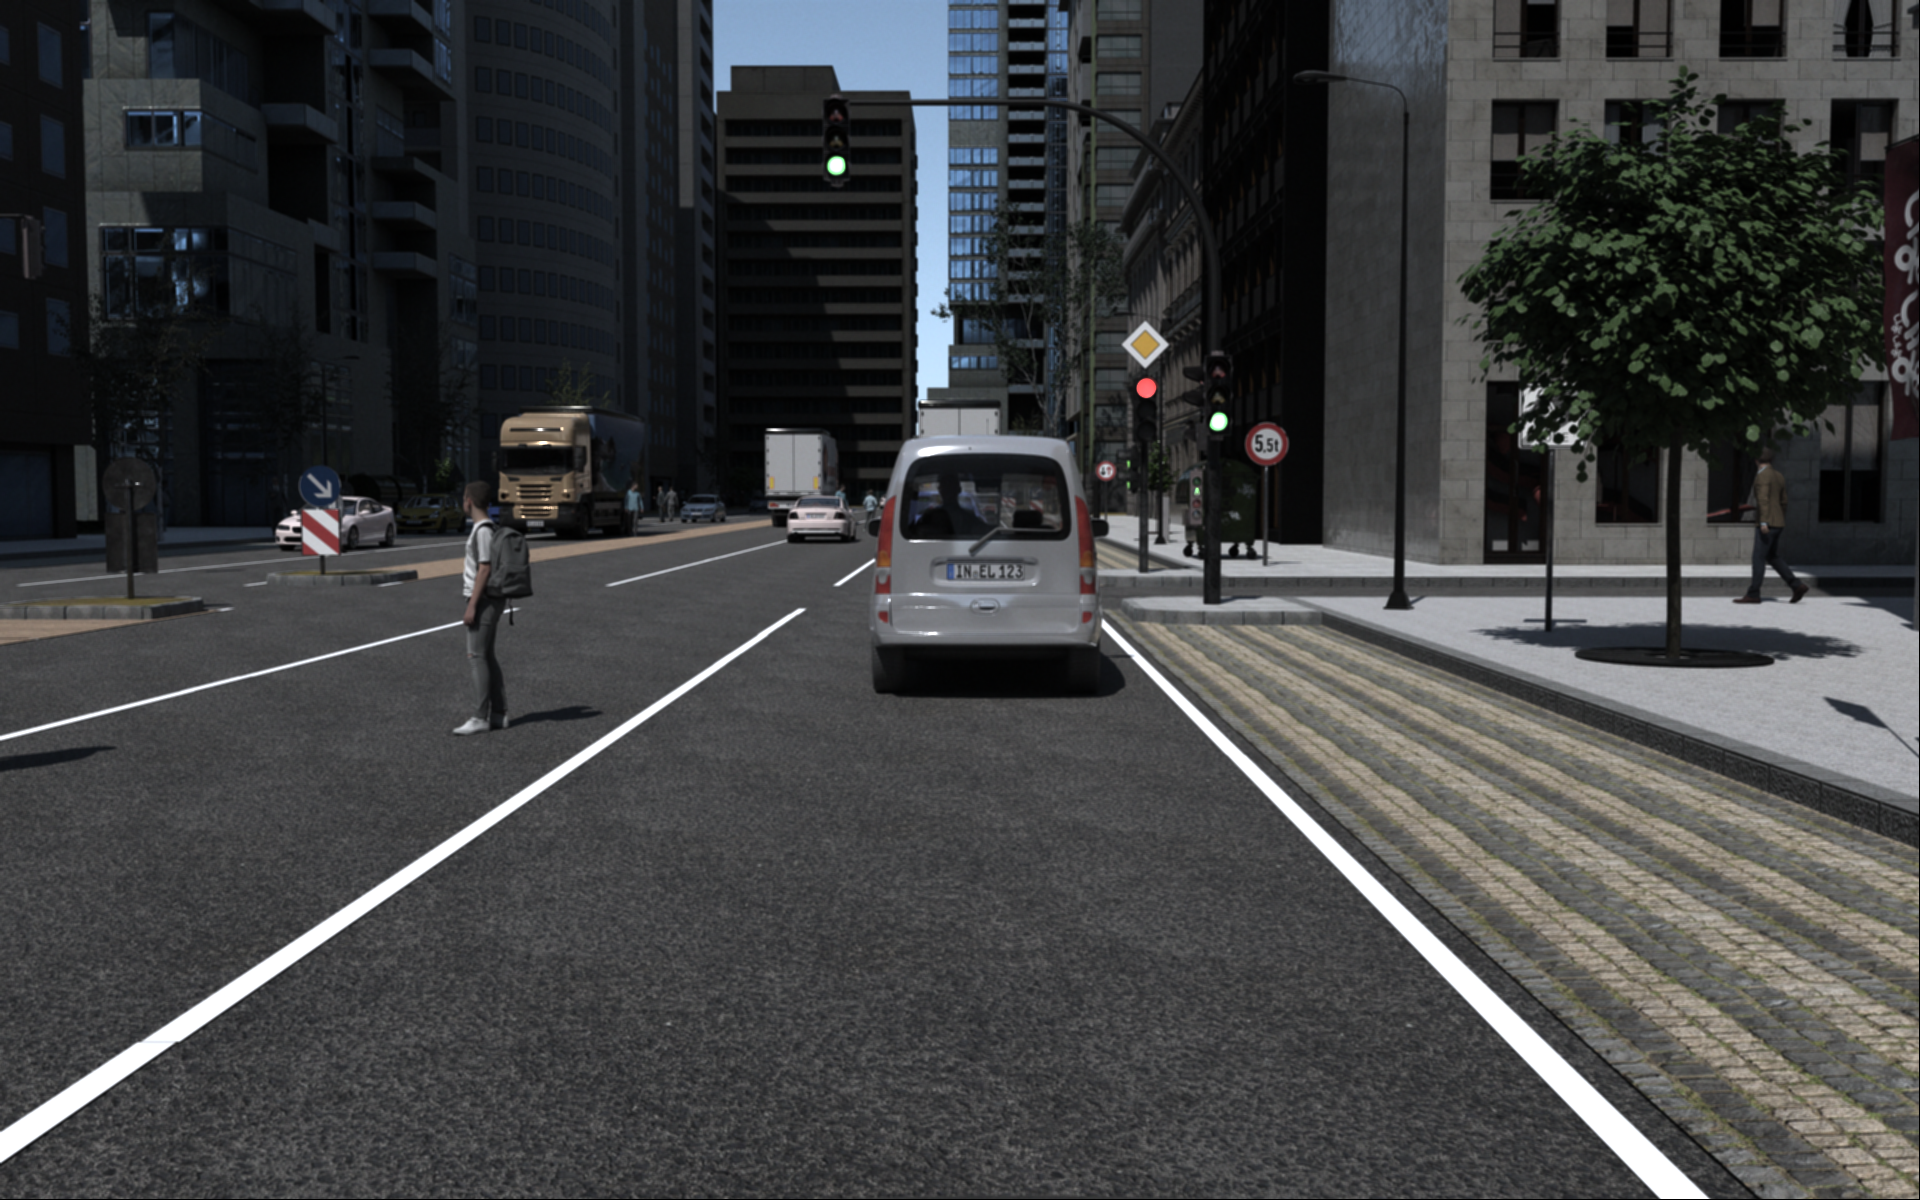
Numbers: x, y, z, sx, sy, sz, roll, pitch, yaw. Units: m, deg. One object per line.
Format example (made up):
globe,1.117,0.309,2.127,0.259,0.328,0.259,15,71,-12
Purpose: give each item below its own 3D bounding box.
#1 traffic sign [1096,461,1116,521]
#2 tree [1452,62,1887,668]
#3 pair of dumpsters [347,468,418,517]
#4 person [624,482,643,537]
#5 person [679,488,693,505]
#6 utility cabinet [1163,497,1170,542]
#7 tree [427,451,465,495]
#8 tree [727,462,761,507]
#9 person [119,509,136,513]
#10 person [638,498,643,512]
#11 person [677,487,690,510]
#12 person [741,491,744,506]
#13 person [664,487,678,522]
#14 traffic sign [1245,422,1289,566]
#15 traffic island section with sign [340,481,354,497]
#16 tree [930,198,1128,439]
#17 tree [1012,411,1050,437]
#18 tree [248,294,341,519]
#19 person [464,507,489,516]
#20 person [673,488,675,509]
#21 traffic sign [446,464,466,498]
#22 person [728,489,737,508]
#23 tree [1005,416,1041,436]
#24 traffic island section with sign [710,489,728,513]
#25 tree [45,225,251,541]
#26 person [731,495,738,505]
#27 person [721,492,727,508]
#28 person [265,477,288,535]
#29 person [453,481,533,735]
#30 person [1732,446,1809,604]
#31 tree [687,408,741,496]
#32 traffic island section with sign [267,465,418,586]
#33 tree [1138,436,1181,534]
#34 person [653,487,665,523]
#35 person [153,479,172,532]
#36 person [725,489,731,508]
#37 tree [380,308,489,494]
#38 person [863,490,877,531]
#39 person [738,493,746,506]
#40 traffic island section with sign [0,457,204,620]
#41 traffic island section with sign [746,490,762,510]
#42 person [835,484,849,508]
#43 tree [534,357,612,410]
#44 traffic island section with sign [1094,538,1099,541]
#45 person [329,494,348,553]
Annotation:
traffic sign,5.612,-4.065,66.570,0.768,2.556,0.104,0,4,5
tree,5.552,-1.816,13.413,4.285,4.588,4.351,0,3,0
pair of dumpsters,-21.366,-3.746,63.747,1.574,2.255,4.437,0,4,0
person,-10.802,-2.995,57.331,0.638,1.841,0.748,-1,4,-12
person,-20.910,-7.700,132.660,1.217,1.735,0.721,-1,4,-17
utility cabinet,5.492,-2.162,46.517,0.306,1.237,1.020,0,4,7
tree,-23.303,-5.159,78.945,1.663,3.219,1.824,0,3,0
tree,-21.518,-11.533,172.272,4.285,4.588,4.351,0,3,0
person,-21.235,-2.323,44.205,0.728,1.800,0.709,-1,4,-12
person,-22.635,-7.101,122.277,0.705,1.807,1.348,-3,4,-37
person,-21.751,-7.935,135.764,1.348,1.826,0.705,1,4,20
person,-22.790,-10.644,180.868,0.445,1.727,0.742,-2,4,-27
person,-15.116,-5.012,90.573,0.709,1.813,0.853,-2,4,-29
traffic sign,5.452,-1.881,30.866,0.768,2.556,0.104,0,4,2
traffic island section with sign,-19.024,-2.713,52.981,1.989,1.847,2.006,0,4,0
tree,4.958,-15.645,111.686,12.611,20.169,13.585,0,3,0
tree,6.024,-12.136,148.789,4.360,8.622,3.978,0,3,0
tree,-25.048,-6.957,64.110,4.360,8.622,3.978,0,3,0
person,-23.554,-4.755,84.001,1.509,1.804,0.699,1,4,14
person,-25.085,-8.913,151.635,0.599,1.838,0.709,0,4,-3
traffic sign,-21.486,-4.518,73.876,0.884,2.594,0.081,0,4,5
person,-21.274,-9.430,160.933,1.217,1.735,0.721,1,4,9
tree,6.017,-12.973,162.476,4.737,8.622,4.395,0,3,0
traffic island section with sign,-18.474,-7.436,130.204,1.989,1.847,2.006,0,4,0
tree,-21.917,-5.890,46.660,4.360,8.622,3.978,0,3,0
person,-22.242,-9.806,169.637,1.065,1.426,0.557,-1,4,-10
person,-20.893,-8.790,152.992,0.421,1.427,0.697,2,4,30
person,-21.114,-2.895,53.549,0.661,1.801,0.590,-2,4,-33
person,-2.890,0.036,10.510,0.523,1.515,0.503,-3,4,-37
person,9.511,-0.878,20.307,0.836,1.842,0.656,1,4,14
tree,-20.894,-12.082,147.906,4.360,8.622,3.978,0,3,0
traffic island section with sign,-10.086,-1.213,27.969,2.006,1.907,1.989,0,4,0
tree,6.489,-3.762,56.116,1.663,3.219,1.824,0,3,0
person,-14.951,-4.737,86.133,0.590,1.801,0.661,-2,4,-35
person,-27.064,-3.205,58.799,0.623,1.781,0.721,-1,4,-18
person,-20.816,-9.123,155.658,0.568,1.767,0.683,1,4,16
tree,-21.410,-7.301,69.730,4.360,8.622,3.978,0,3,0
person,-3.436,-3.446,66.658,0.589,1.601,0.330,1,4,21
person,-22.684,-10.421,179.681,1.065,1.426,0.557,1,4,17
traffic island section with sign,-10.148,-0.760,20.562,2.006,1.907,1.989,0,4,0
traffic island section with sign,-18.282,-9.084,157.158,1.989,1.847,2.006,0,4,0
person,-5.025,-3.963,73.164,0.638,1.841,0.748,-2,4,-29
tree,-21.000,-8.804,94.303,4.737,8.622,4.395,0,3,0
traffic island section with sign,3.194,-2.709,52.916,1.989,1.847,2.006,0,4,0
person,-15.121,-2.043,41.778,0.514,1.842,0.818,3,4,37
